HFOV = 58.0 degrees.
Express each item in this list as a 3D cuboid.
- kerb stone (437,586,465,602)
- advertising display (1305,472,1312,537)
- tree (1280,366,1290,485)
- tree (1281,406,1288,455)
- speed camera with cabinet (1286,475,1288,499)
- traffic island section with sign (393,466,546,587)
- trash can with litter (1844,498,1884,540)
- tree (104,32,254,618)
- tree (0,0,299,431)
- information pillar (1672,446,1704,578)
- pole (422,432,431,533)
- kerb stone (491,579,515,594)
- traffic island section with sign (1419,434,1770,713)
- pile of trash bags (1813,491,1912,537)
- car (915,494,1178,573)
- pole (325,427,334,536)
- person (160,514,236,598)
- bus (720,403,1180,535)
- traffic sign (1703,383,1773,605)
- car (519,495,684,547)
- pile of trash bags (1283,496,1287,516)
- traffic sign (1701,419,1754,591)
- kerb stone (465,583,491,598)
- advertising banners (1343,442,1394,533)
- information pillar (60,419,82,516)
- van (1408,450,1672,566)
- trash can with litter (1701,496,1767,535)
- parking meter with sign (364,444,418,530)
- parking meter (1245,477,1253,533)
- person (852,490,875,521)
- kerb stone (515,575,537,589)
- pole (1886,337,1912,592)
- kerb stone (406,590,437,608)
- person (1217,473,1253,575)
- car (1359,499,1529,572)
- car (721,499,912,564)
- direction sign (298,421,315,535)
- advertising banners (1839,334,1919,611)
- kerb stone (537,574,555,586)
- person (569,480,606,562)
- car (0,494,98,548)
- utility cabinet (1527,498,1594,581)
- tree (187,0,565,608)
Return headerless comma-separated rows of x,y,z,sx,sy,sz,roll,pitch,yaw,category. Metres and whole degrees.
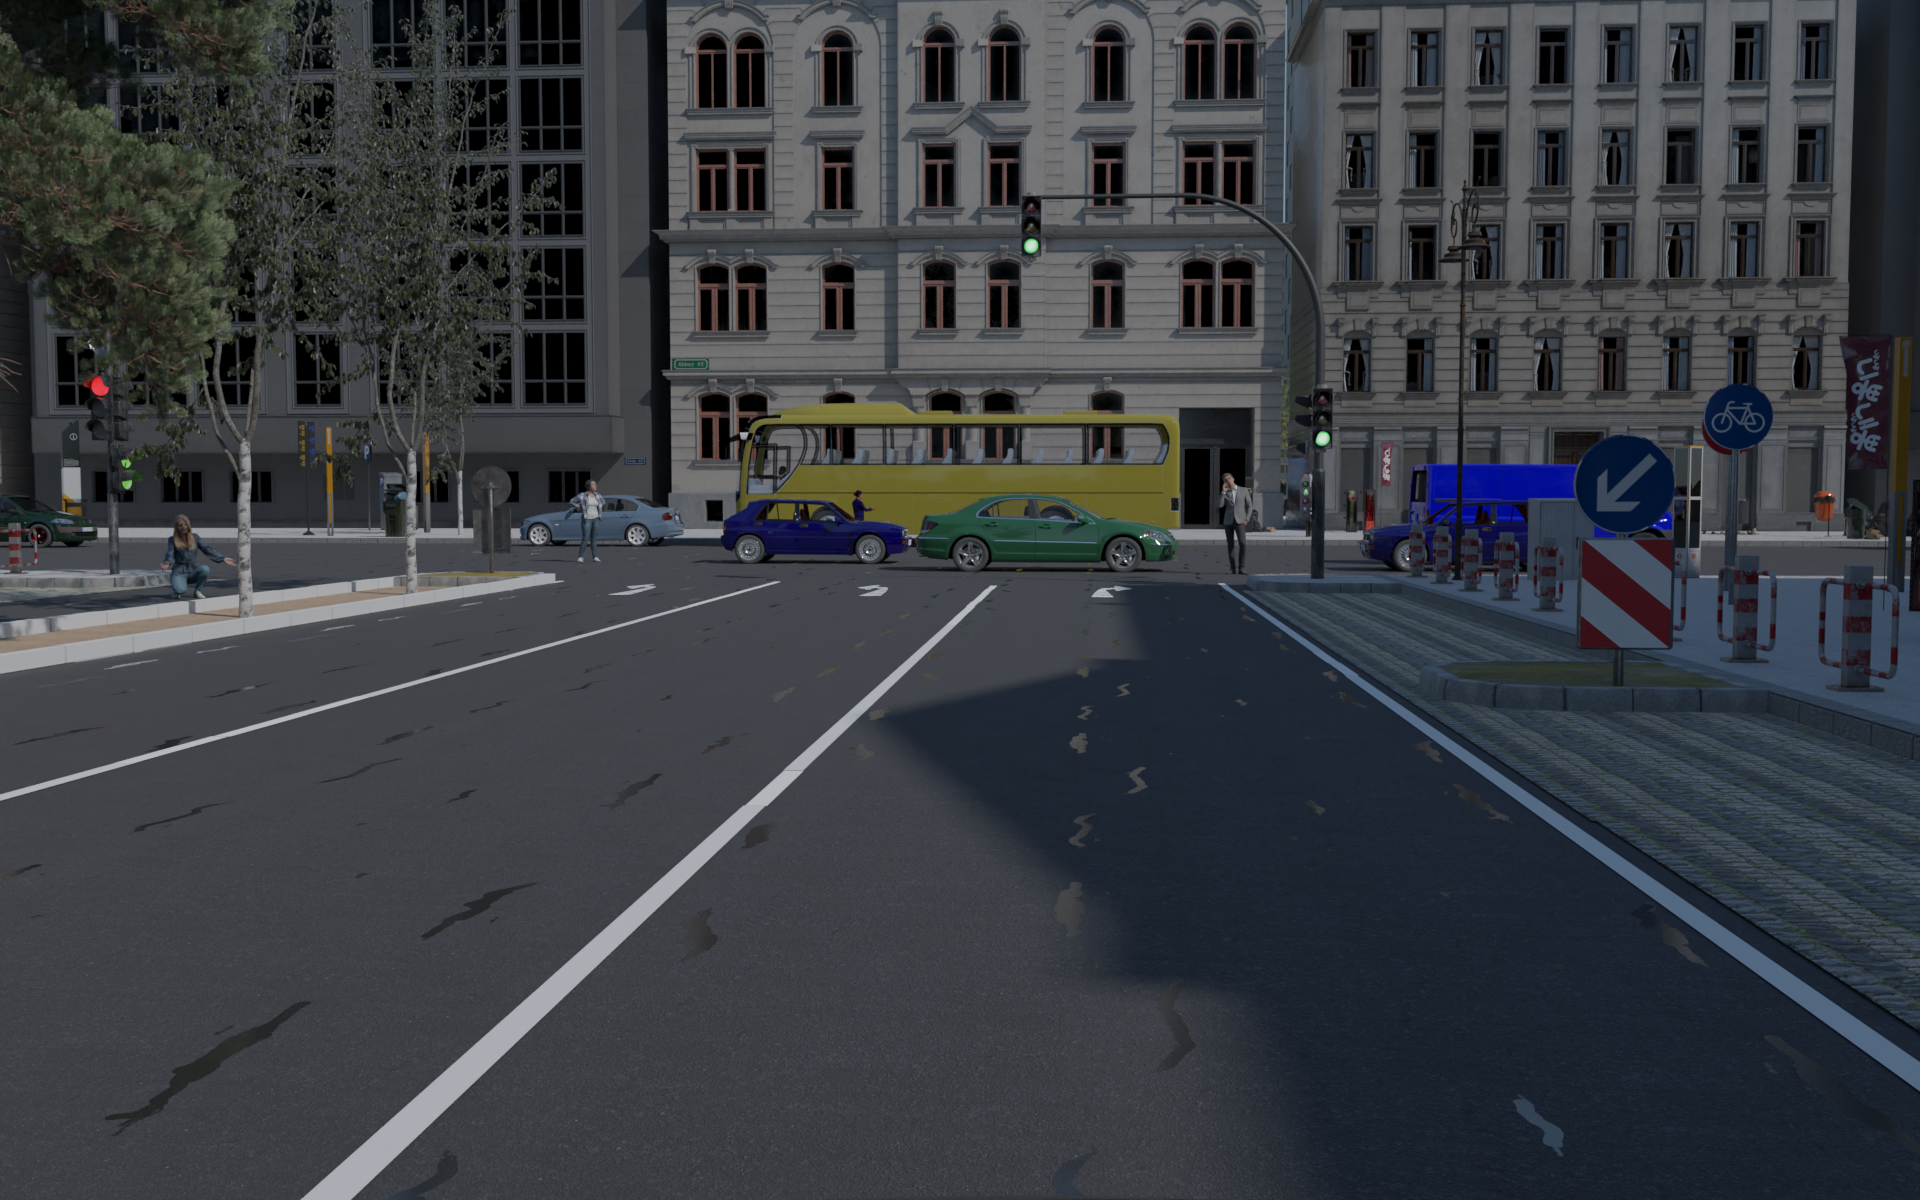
-6.939,-0.069,23.319,0.120,0.150,1.000,0,4,4,kerb stone
10.540,-2.866,52.069,0.123,1.923,0.974,2,4,26,advertising display
16.999,-8.878,95.511,4.737,8.622,4.395,0,3,0,tree
22.219,-9.697,108.905,4.360,8.622,3.978,0,3,0,tree
16.222,-5.279,80.641,2.038,3.252,0.660,-1,4,-17,speed camera with cabinet
-7.656,-1.186,27.521,2.006,1.907,1.989,0,4,4,traffic island section with sign
25.647,-2.305,49.081,0.624,1.170,1.055,-2,4,-31,trash can with litter
-8.244,-4.108,19.982,4.360,8.622,3.978,0,3,0,tree
-8.718,-5.489,14.251,6.751,12.117,7.091,0,3,0,tree
11.119,-1.345,26.487,0.304,2.012,0.304,-2,4,-27,information pillar
-17.669,-3.884,57.340,0.158,3.312,0.155,0,3,0,pole
-6.777,-0.187,25.369,0.120,0.150,1.000,0,4,4,kerb stone
4.362,-0.223,12.275,1.989,1.847,2.006,0,4,4,traffic island section with sign
27.489,-2.607,52.382,3.447,1.369,1.912,0,4,-5,pile of trash bags
1.624,-1.270,32.569,4.920,1.459,2.131,0,4,5,car
-19.269,-3.614,52.925,0.158,3.312,0.155,0,3,0,pole
-10.505,-0.599,23.791,1.012,1.151,0.738,-2,4,-34,person
-0.223,-3.418,47.435,12.252,3.916,2.896,0,4,3,bus
8.959,-1.218,20.024,0.768,2.556,0.104,0,4,7,traffic sign
-9.923,-2.198,47.933,4.499,1.417,2.014,0,4,6,car
18.465,-5.573,100.868,1.912,1.369,3.447,2,4,35,pile of trash bags
10.153,-1.391,22.854,0.768,2.556,0.104,1,4,10,traffic sign
-6.855,-0.132,24.347,0.120,0.150,1.000,0,4,4,kerb stone
13.734,-3.788,58.119,2.074,3.025,0.090,-2,4,-27,advertising banners
-27.727,-3.838,54.104,0.504,3.616,0.183,-1,4,-17,information pillar
11.863,-1.890,35.284,5.245,2.365,2.240,0,4,3,van
24.353,-2.686,54.967,2.233,1.210,1.678,2,4,31,trash can with litter
-20.161,-3.986,61.429,1.738,3.016,0.543,-3,5,-40,parking meter with sign
9.610,-3.173,57.592,0.255,1.863,0.399,1,4,11,parking meter
-2.559,-2.104,45.275,0.453,1.535,0.546,2,4,32,person
-6.710,-0.254,26.393,0.120,0.150,1.000,0,4,4,kerb stone
12.254,-1.758,22.588,0.158,3.312,0.155,0,3,0,pole
-7.014,-0.004,22.297,0.120,0.150,1.000,0,4,4,kerb stone
4.911,-1.361,30.941,0.592,1.802,0.473,2,4,33,person
9.516,-1.216,32.459,3.894,1.354,1.945,0,4,5,car
-2.973,-1.445,36.204,3.894,1.354,1.945,0,4,3,car
-20.385,-3.798,54.100,0.379,3.537,0.876,1,4,11,direction sign
10.640,-1.381,18.768,2.074,3.025,0.090,2,4,27,advertising banners
-6.622,-0.319,27.414,0.120,0.150,1.000,0,4,4,kerb stone
-7.795,-1.666,36.465,0.841,1.734,0.376,-2,4,-35,person
-25.614,-2.267,46.856,4.222,1.686,2.009,0,4,4,car
8.997,-0.902,25.912,1.020,1.237,0.306,-1,4,-22,utility cabinet
-7.732,-4.378,24.407,4.360,8.622,3.978,0,3,0,tree
